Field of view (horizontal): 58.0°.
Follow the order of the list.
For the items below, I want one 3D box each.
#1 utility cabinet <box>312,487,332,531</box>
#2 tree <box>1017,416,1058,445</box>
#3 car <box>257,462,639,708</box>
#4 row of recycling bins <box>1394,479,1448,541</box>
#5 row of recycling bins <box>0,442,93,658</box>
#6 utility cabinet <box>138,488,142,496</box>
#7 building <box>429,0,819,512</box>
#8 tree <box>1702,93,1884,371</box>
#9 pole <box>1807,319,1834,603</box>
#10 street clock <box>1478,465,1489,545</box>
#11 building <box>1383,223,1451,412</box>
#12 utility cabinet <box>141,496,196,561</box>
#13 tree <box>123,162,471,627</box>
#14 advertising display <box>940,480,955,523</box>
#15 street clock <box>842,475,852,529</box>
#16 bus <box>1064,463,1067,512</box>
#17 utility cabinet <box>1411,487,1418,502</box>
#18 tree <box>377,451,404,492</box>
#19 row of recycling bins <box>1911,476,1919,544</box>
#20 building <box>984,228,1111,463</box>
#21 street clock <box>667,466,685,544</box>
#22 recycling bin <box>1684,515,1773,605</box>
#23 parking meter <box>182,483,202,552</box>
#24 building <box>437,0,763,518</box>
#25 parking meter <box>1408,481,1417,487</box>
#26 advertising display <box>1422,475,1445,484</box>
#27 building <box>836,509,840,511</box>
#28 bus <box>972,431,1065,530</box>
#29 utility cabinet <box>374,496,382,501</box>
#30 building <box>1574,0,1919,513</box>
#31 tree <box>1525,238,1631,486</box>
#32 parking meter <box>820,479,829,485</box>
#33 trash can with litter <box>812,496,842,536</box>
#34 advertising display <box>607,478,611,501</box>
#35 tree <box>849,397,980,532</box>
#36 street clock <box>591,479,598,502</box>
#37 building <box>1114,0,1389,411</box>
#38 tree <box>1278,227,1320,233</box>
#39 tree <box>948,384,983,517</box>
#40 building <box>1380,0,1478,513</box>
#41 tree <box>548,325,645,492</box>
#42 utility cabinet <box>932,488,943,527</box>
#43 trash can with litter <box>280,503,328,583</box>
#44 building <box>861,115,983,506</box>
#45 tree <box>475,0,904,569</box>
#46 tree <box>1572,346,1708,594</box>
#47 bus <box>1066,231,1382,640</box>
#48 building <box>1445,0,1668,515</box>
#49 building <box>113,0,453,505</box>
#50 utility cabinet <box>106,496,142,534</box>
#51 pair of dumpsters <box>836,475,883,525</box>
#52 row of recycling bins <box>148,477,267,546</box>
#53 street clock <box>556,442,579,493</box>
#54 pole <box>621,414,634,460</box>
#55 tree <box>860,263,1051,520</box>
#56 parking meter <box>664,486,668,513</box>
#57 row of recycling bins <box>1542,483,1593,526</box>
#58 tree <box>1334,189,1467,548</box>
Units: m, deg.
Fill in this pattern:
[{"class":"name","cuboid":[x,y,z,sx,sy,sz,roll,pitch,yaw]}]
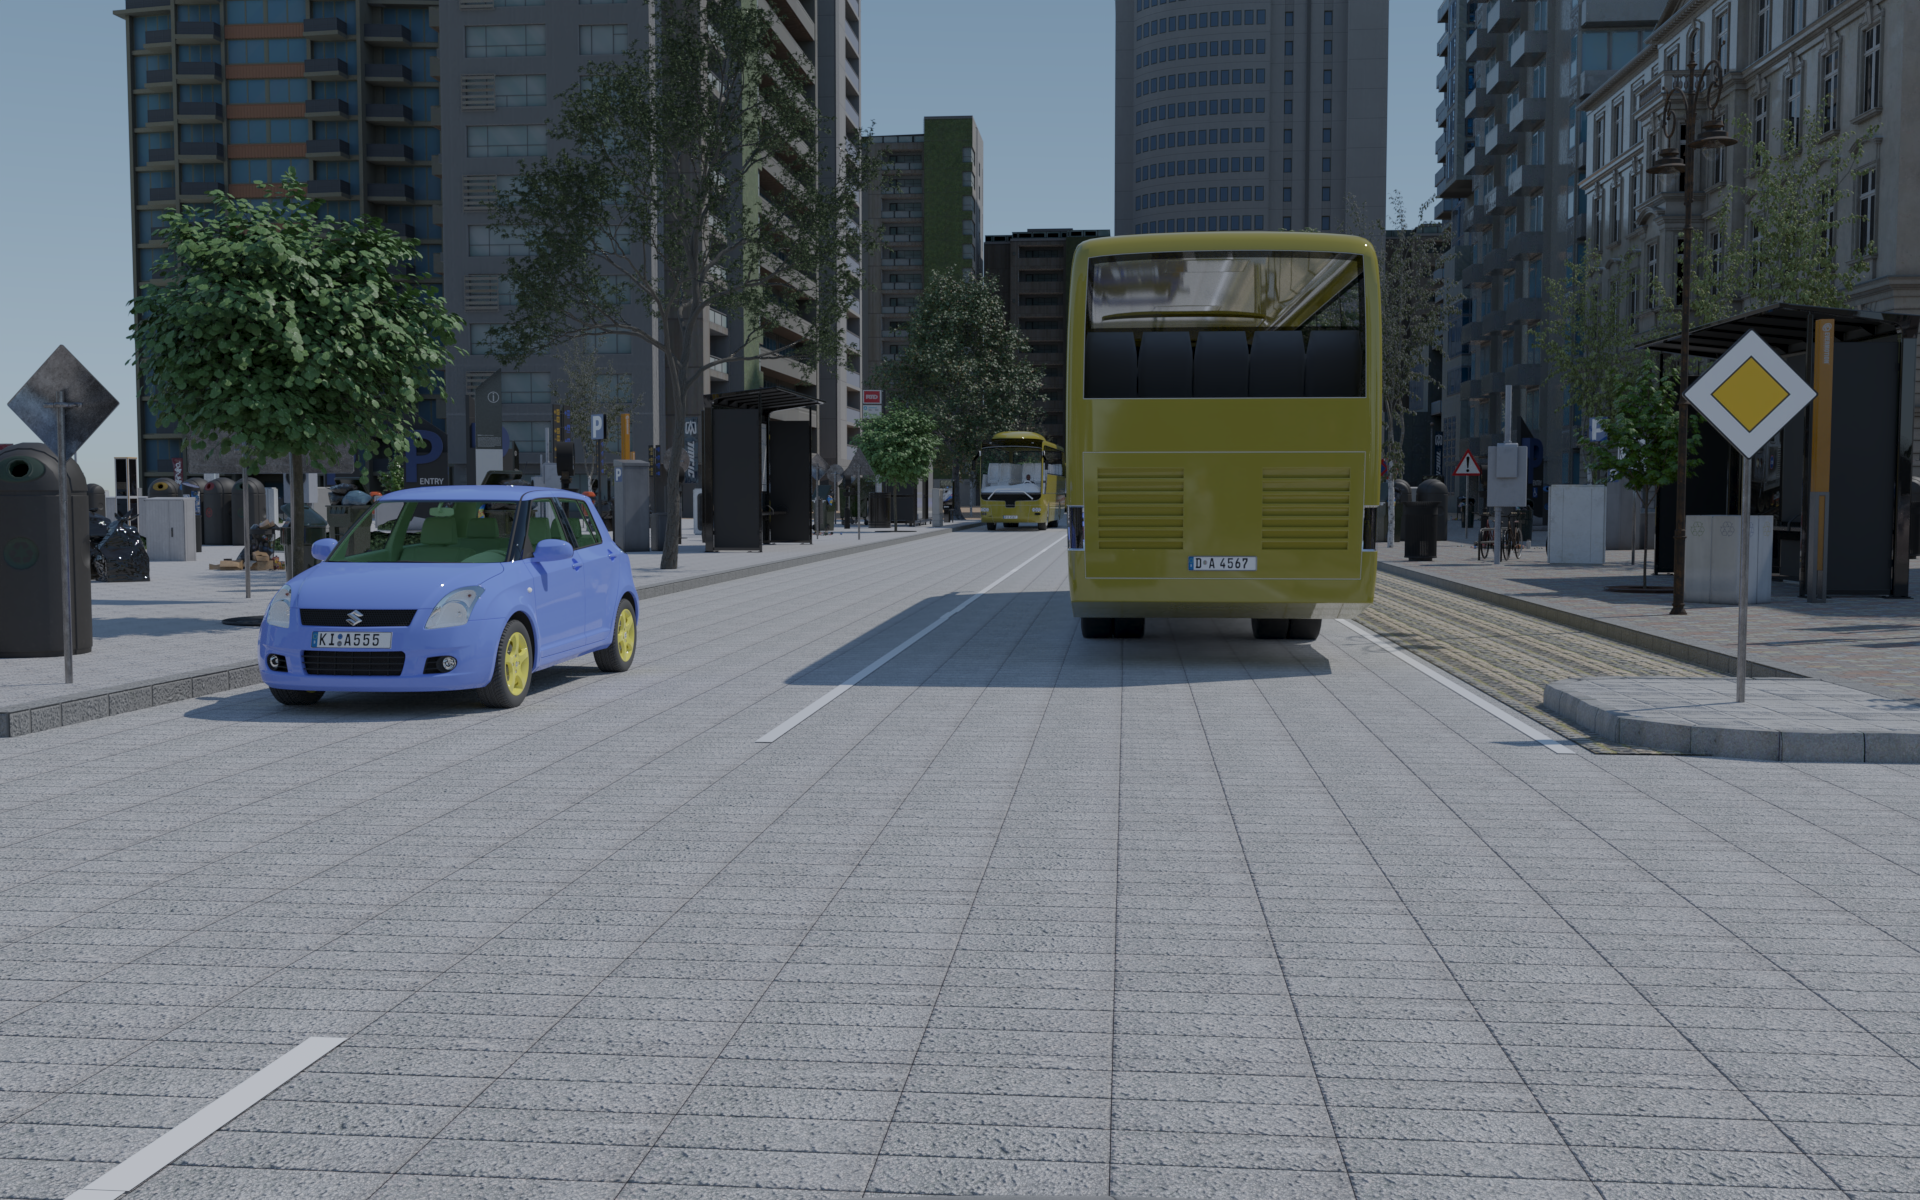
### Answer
[{"class":"utility cabinet","cuboid":[-20.264,-2.861,55.456,0.318,1.500,1.173,2,4,34]},{"class":"tree","cuboid":[6.683,-12.456,154.025,4.360,8.622,3.978,0,3,0]},{"class":"car","cuboid":[-3.657,-0.195,12.782,1.945,1.707,3.694,0,4,7]},{"class":"row of recycling bins","cuboid":[11.636,-2.489,47.809,3.534,1.692,1.069,1,4,13]},{"class":"row of recycling bins","cuboid":[-8.760,-0.427,14.088,3.534,1.692,1.069,0,4,7]},{"class":"utility cabinet","cuboid":[-27.192,-2.955,56.994,0.318,1.500,1.173,-3,4,-38]},{"class":"building","cuboid":[-21.684,-29.954,113.448,21.300,48.544,21.600,0,4,5]},{"class":"tree","cuboid":[15.257,-5.035,32.687,4.737,8.622,4.395,0,3,0]},{"class":"pole","cuboid":[10.106,-1.620,20.335,0.158,3.312,0.155,0,3,0]},{"class":"street clock","cuboid":[13.074,-2.359,43.139,0.358,2.002,0.471,1,4,11]},{"class":"building","cuboid":[51.947,-25.434,187.547,14.107,30.474,14.160,0,4,5]},{"class":"utility cabinet","cuboid":[-15.152,-1.350,33.238,1.020,1.237,0.306,2,4,24]},{"class":"tree","cuboid":[-6.625,-2.050,17.239,4.285,4.588,4.351,0,3,0]},{"class":"advertising display","cuboid":[-0.579,-4.438,77.775,0.123,1.923,0.974,-3,4,-37]},{"class":"street clock","cuboid":[-4.157,-3.618,63.719,0.358,2.002,0.471,-1,4,-16]},{"class":"bus","cuboid":[9.191,-8.947,137.828,2.896,3.916,12.252,0,4,5]},{"class":"utility cabinet","cuboid":[14.288,-2.811,54.634,1.173,1.500,0.318,-2,4,-26]},{"class":"tree","cuboid":[-25.045,-5.021,76.692,1.663,3.219,1.824,0,3,0]},{"class":"row of recycling bins","cuboid":[21.954,-2.062,40.822,3.534,1.692,1.069,3,4,38]},{"class":"building","cuboid":[9.785,-25.658,191.216,14.107,30.474,14.160,0,4,5]},{"class":"street clock","cuboid":[-7.236,-2.421,44.147,0.358,2.002,0.471,-3,5,-43]},{"class":"recycling bin","cuboid":[9.061,-0.482,20.428,0.722,1.027,0.722,-3,4,-36]},{"class":"parking meter","cuboid":[-16.899,-1.816,38.099,0.372,1.533,0.369,0,3,0]},{"class":"building","cuboid":[-19.237,-25.175,95.201,14.154,41.232,14.086,0,4,5]},{"class":"parking meter","cuboid":[20.007,-4.343,76.716,0.399,1.863,0.255,1,4,23]},{"class":"advertising display","cuboid":[15.960,-3.257,58.465,0.123,1.923,0.974,-2,4,-27]},{"class":"building","cuboid":[-22.501,-36.549,139.568,28.212,58.520,21.231,0,4,5]},{"class":"bus","cuboid":[2.670,-4.890,71.504,2.896,3.916,12.252,0,4,7]},{"class":"utility cabinet","cuboid":[-21.597,-3.326,65.542,1.020,1.237,0.306,-2,4,-31]},{"class":"building","cuboid":[33.070,-15.032,64.863,14.460,24.649,34.723,0,4,5]},{"class":"tree","cuboid":[18.747,-6.141,50.762,4.737,8.622,4.395,0,3,0]},{"class":"parking meter","cuboid":[-5.254,-3.748,66.994,0.399,1.863,0.255,0,4,-4]},{"class":"trash can with litter","cuboid":[-4.513,-2.632,54.095,1.678,1.210,2.233,0,4,-5]},{"class":"advertising display","cuboid":[-14.154,-3.955,69.877,0.123,1.923,0.974,-1,4,-11]},{"class":"tree","cuboid":[-2.114,-4.583,58.647,4.285,4.588,4.351,0,3,0]},{"class":"street clock","cuboid":[-17.191,-4.706,81.507,0.471,2.002,0.358,-1,4,-16]},{"class":"building","cuboid":[31.080,-39.679,190.743,28.212,58.520,21.231,0,4,5]},{"class":"tree","cuboid":[14.112,-9.520,73.783,7.486,12.596,7.792,0,3,0]},{"class":"tree","cuboid":[0.874,-9.057,98.442,4.360,8.622,3.978,0,3,0]},{"class":"building","cuboid":[43.874,-49.831,127.406,22.319,86.520,31.000,0,4,5]},{"class":"tree","cuboid":[-15.936,-7.618,74.913,4.360,8.622,3.978,0,3,0]},{"class":"utility cabinet","cuboid":[-0.867,-3.624,67.930,0.318,1.500,1.173,0,4,6]},{"class":"trash can with litter","cuboid":[-8.568,-0.718,23.130,1.055,1.170,0.624,2,4,30]},{"class":"building","cuboid":[-4.818,-31.035,191.019,14.086,41.232,14.154,0,4,5]},{"class":"tree","cuboid":[-4.654,-5.798,29.218,7.601,10.594,8.767,1,4,14]},{"class":"tree","cuboid":[8.890,-1.721,22.741,1.663,3.219,1.824,0,3,0]},{"class":"bus","cuboid":[2.614,-1.737,19.954,2.896,3.916,12.252,0,4,5]},{"class":"building","cuboid":[41.465,-29.258,97.969,23.786,49.044,30.456,0,4,5]},{"class":"building","cuboid":[-51.156,-29.818,142.146,28.867,44.769,22.147,0,4,5]},{"class":"utility cabinet","cuboid":[-22.825,-2.222,47.490,1.020,1.237,0.306,-1,4,-18]},{"class":"pair of dumpsters","cuboid":[-4.187,-4.313,73.008,1.574,2.255,4.437,0,4,5]},{"class":"row of recycling bins","cuboid":[-18.982,-2.237,43.695,3.534,1.692,1.069,1,4,21]},{"class":"street clock","cuboid":[-5.465,-1.192,24.055,0.358,2.002,0.471,-1,4,-9]},{"class":"pole","cuboid":[-8.502,-3.073,44.079,0.158,3.312,0.155,0,3,0]},{"class":"tree","cuboid":[-0.143,-10.348,86.193,9.611,12.733,9.660,0,3,0]},{"class":"parking meter","cuboid":[-9.286,-2.883,55.555,0.372,1.533,0.369,0,3,0]},{"class":"row of recycling bins","cuboid":[22.174,-3.522,64.694,3.534,1.692,1.069,0,4,-8]},{"class":"tree","cuboid":[10.080,-5.554,41.169,4.360,8.622,3.978,0,3,0]}]
